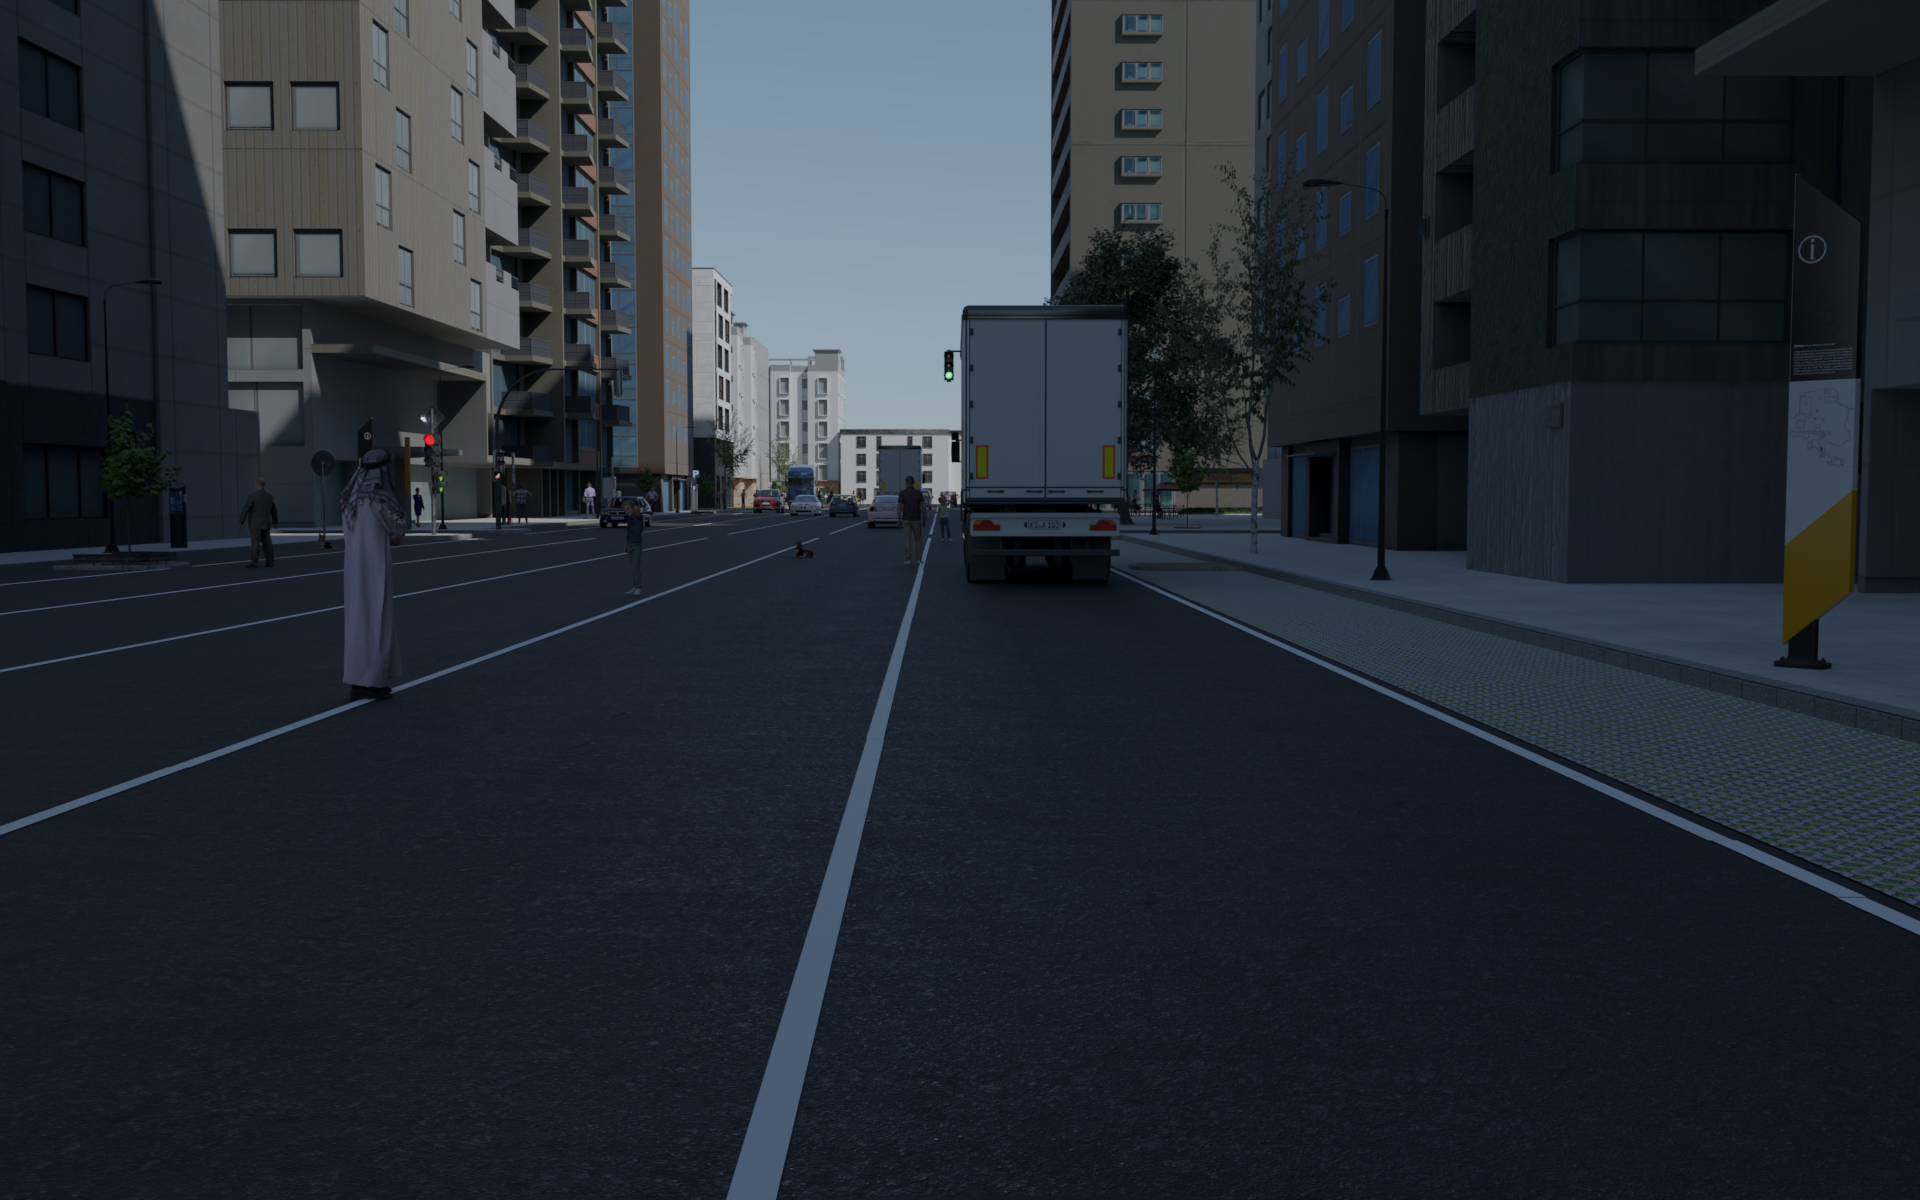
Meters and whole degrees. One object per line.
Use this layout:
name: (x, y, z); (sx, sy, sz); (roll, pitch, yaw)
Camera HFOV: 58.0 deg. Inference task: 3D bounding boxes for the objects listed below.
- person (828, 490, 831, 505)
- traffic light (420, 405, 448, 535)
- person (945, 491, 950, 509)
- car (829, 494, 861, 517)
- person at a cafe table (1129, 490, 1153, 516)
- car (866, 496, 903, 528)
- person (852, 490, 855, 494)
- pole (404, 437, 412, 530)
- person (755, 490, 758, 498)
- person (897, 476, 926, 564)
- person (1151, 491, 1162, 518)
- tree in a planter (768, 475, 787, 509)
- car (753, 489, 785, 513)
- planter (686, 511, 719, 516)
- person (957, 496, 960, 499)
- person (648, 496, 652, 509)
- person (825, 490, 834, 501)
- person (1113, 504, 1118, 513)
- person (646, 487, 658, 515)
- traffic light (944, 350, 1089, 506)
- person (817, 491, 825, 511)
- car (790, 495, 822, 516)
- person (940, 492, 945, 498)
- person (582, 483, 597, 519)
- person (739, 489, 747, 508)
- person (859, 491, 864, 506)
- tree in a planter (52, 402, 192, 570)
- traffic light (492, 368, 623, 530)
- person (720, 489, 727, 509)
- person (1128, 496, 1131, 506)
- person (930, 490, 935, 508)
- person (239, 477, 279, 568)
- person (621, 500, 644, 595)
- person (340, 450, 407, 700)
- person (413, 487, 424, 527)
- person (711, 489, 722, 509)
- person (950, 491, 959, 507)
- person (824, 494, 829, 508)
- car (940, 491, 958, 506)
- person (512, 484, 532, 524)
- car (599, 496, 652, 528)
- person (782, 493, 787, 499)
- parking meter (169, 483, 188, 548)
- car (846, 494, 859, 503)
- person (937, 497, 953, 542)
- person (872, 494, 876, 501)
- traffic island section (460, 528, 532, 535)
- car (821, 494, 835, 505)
person: (-11.556, -8.872, 154.102); (0.434, 1.755, 0.990); (0, 4, -2)
traffic light: (-16.599, -4.017, 54.596); (0.839, 4.253, 0.868); (0, 4, -1)
person: (-1.182, -9.516, 164.761); (0.551, 1.740, 0.621); (0, 4, 4)
car: (-7.317, -5.962, 109.480); (2.014, 1.417, 4.499); (0, 4, 0)
person at a cafe table: (10.345, -5.604, 100.140); (1.698, 1.524, 1.622); (-2, 4, -35)
car: (-3.025, -3.797, 74.450); (2.083, 1.381, 4.827); (0, 4, -2)
person: (-12.661, -12.150, 206.780); (0.705, 1.869, 1.348); (2, 4, 26)
pole: (-19.742, -4.166, 61.956); (0.158, 3.312, 0.155); (0, 3, 0)
person: (-20.519, -10.342, 175.818); (0.721, 1.739, 1.217); (-2, 4, -30)
person: (-0.987, -1.650, 35.611); (0.598, 1.807, 0.434); (0, 4, 3)
person: (10.668, -5.379, 94.113); (0.598, 1.807, 0.434); (1, 4, 11)
tree in a planter: (-17.483, -10.226, 164.423); (1.991, 3.239, 1.994); (0, 4, -1)
car: (-14.296, -7.409, 129.805); (2.281, 1.827, 5.304); (0, 4, -1)
planter: (-16.949, -5.698, 114.303); (1.991, 0.319, 1.994); (0, 4, -1)
person: (0.254, -10.621, 182.868); (1.217, 1.735, 0.721); (-2, 4, -27)
person: (-20.642, -6.538, 116.166); (0.776, 1.435, 0.726); (-2, 4, -30)
person: (-11.048, -8.488, 147.991); (0.721, 1.743, 1.217); (3, 5, 42)
person: (8.076, -4.957, 90.329); (0.421, 1.427, 0.697); (-3, 4, -37)
person: (-18.911, -6.072, 106.250); (0.756, 1.711, 0.436); (0, 4, 6)
traffic light: (1.870, -4.893, 54.665); (4.771, 5.953, 1.251); (0, 4, -1)
person: (-12.061, -8.593, 149.715); (0.721, 1.735, 1.217); (2, 4, 32)
car: (-10.277, -6.320, 115.700); (2.083, 1.381, 4.827); (0, 4, 0)
person: (-2.065, -11.964, 204.837); (0.721, 1.743, 1.217); (-2, 4, -24)
person: (-18.865, -5.026, 88.087); (0.709, 1.838, 0.599); (-2, 4, -30)
person: (-19.989, -9.333, 159.339); (1.217, 1.736, 0.721); (3, 5, 43)
person: (-11.667, -11.970, 204.651); (0.683, 1.767, 0.568); (-3, 4, -38)
tree in a planter: (-16.085, -2.216, 33.454); (1.991, 3.239, 1.994); (0, 4, -1)
traffic light: (-14.593, -5.380, 62.637); (4.771, 5.953, 1.251); (0, 4, -1)
person: (-19.995, -8.545, 146.473); (0.721, 1.743, 1.217); (-3, 4, -36)
person: (8.935, -5.120, 92.996); (0.726, 1.435, 0.776); (0, 4, 7)
person: (-3.102, -10.705, 183.515); (0.705, 1.826, 1.348); (2, 4, 31)
person: (-13.725, -1.517, 33.851); (0.434, 1.755, 0.990); (2, 4, 27)
person: (-4.653, -0.751, 24.680); (0.435, 1.345, 0.340); (3, 4, 39)
person: (-4.098, -0.181, 12.135); (0.551, 1.740, 0.621); (1, 4, 23)
person: (-20.799, -3.566, 66.712); (0.546, 1.535, 0.453); (2, 4, 23)
person: (-21.336, -8.921, 152.616); (1.217, 1.736, 0.721); (0, 4, 7)
person: (-0.570, -10.855, 186.695); (1.217, 1.743, 0.721); (1, 4, 21)
person: (-13.634, -10.094, 176.719); (0.799, 1.438, 0.628); (1, 4, 13)
car: (-1.332, -12.219, 208.457); (2.281, 1.827, 5.304); (0, 4, 0)
person: (-18.803, -4.130, 74.287); (0.841, 1.734, 0.376); (-2, 4, -24)
car: (-14.426, -3.803, 74.753); (1.945, 1.354, 3.894); (0, 4, 0)
person: (-20.258, -11.708, 198.183); (1.217, 1.736, 0.721); (-1, 4, -11)
parking meter: (-18.589, -2.004, 41.181); (0.372, 1.533, 0.369); (0, 3, 0)
car: (-11.585, -10.509, 182.049); (2.015, 1.641, 3.980); (0, 4, -3)
person: (-0.448, -2.442, 52.336); (0.435, 1.345, 0.340); (-1, 4, -16)
person: (-8.776, -10.221, 178.835); (0.599, 1.433, 0.991); (-2, 4, -31)
traffic island section: (-16.724, -2.473, 62.714); (2.009, 0.180, 2.903); (0, 4, -1)
car: (-15.098, -11.704, 200.156); (1.959, 1.807, 4.718); (0, 4, -1)
